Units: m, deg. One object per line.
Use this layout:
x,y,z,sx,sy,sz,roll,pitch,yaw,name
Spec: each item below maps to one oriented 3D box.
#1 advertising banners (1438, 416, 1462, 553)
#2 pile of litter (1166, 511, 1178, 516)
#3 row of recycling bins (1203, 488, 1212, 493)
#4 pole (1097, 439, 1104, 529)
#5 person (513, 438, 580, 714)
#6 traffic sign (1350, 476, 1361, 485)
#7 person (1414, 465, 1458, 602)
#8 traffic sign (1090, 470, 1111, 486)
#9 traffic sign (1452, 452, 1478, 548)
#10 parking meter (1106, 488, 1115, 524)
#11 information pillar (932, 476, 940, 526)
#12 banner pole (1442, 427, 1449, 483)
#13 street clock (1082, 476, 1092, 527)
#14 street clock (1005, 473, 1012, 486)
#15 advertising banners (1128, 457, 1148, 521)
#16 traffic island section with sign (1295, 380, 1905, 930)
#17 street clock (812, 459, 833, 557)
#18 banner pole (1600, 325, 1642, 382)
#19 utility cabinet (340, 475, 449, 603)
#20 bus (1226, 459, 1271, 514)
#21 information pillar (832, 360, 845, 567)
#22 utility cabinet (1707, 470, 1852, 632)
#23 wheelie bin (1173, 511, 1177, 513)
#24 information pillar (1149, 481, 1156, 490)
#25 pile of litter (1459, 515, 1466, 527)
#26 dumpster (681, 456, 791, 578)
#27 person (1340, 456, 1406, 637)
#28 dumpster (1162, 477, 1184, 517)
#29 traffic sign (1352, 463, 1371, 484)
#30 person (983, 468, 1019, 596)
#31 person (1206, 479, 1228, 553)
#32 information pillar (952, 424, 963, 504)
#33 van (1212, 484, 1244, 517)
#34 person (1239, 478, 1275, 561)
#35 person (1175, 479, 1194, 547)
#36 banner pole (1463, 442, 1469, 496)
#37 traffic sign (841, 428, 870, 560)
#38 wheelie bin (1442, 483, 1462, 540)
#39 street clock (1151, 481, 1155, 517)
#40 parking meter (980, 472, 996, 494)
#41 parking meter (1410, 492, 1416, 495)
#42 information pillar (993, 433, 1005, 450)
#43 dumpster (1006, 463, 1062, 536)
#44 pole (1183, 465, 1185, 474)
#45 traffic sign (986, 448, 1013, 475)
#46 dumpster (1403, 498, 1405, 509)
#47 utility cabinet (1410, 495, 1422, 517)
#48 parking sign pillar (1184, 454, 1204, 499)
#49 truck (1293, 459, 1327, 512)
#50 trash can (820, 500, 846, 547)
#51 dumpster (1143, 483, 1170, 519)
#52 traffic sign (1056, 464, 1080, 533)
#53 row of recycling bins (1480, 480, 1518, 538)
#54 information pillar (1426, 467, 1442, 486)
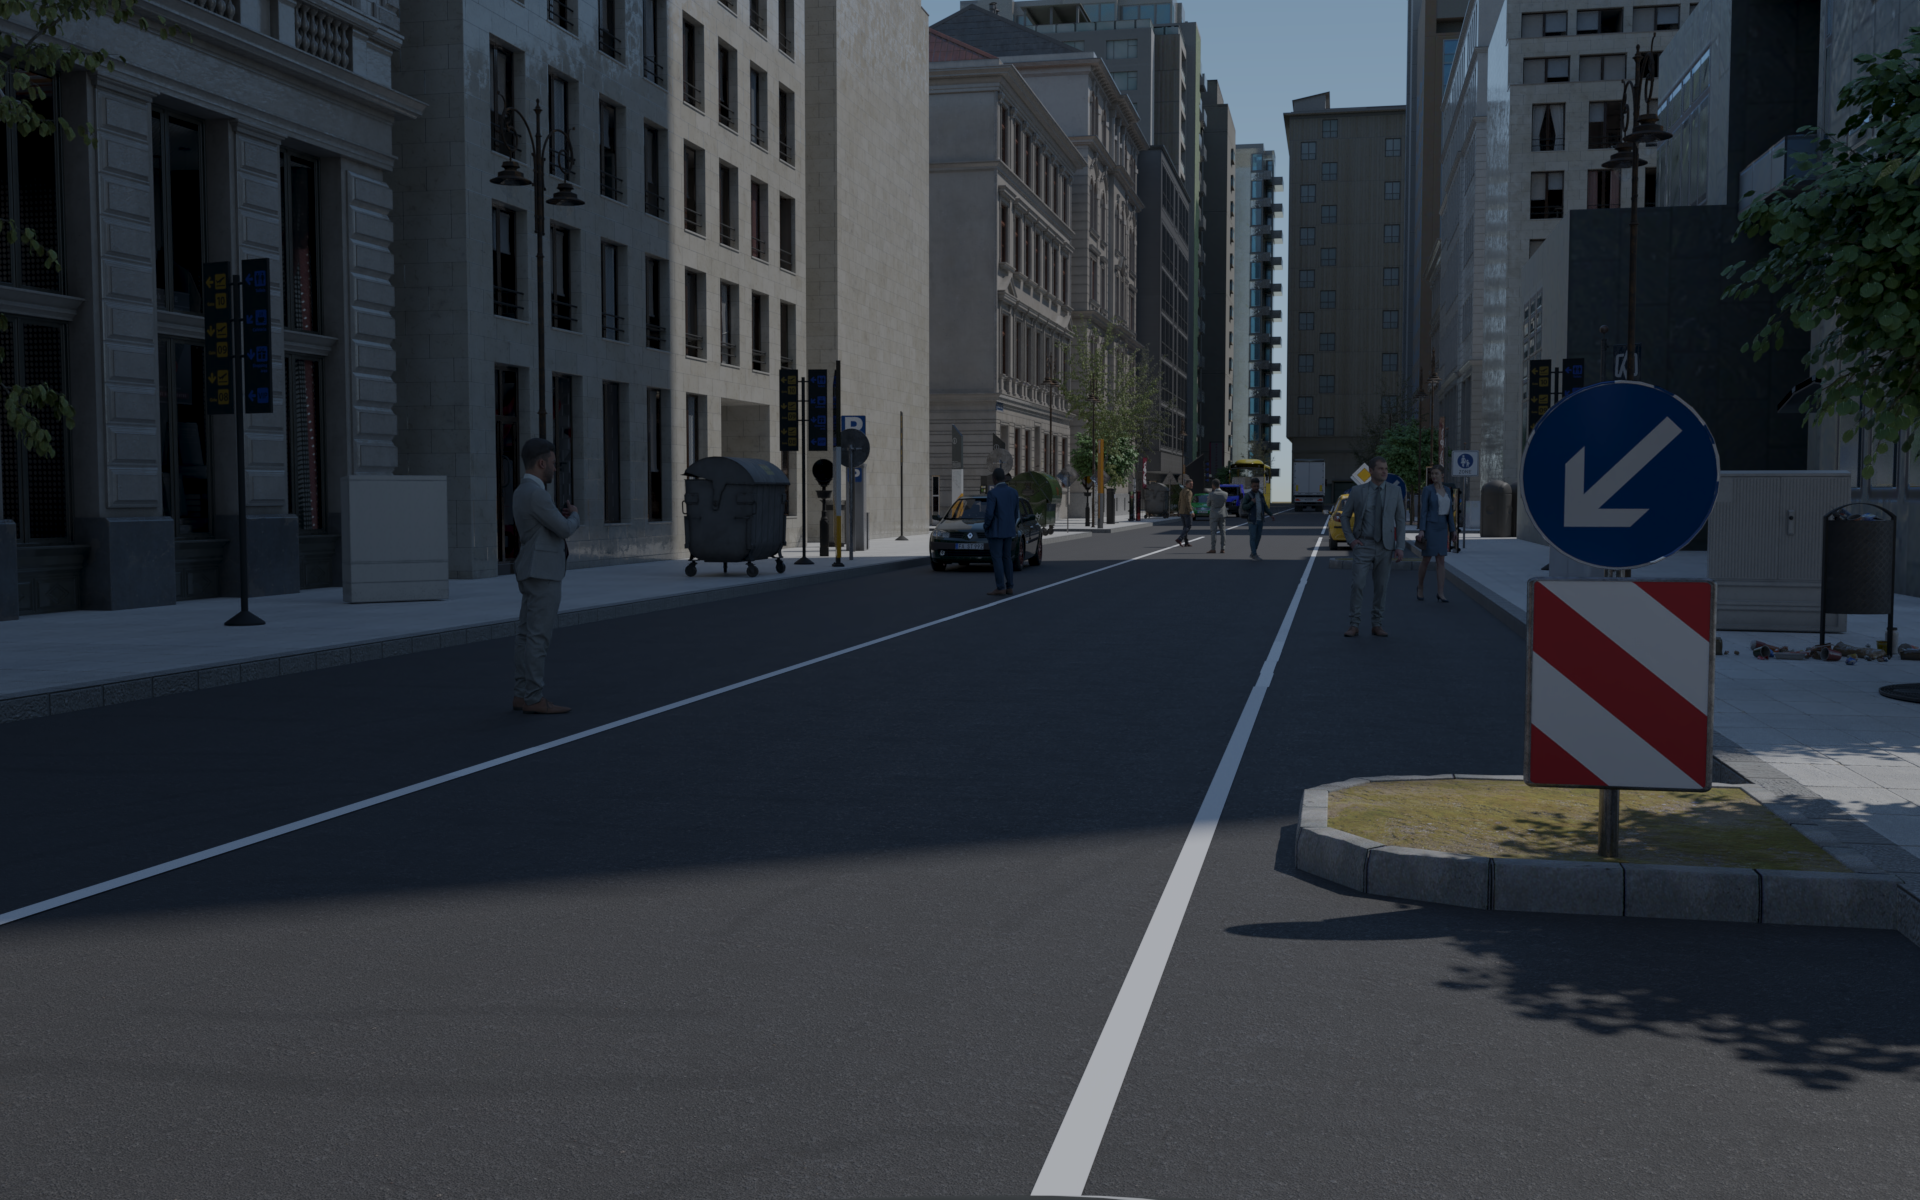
10.831,-2.579,38.348,0.090,3.025,2.074,0,4,3,advertising banners
12.146,-5.292,100.492,1.176,0.858,1.719,2,4,24,pile of litter
17.653,-7.127,123.643,1.069,1.692,3.534,1,4,15,row of recycling bins
5.221,-4.313,64.368,0.158,3.312,0.155,0,3,0,pole
-2.714,-0.168,11.422,0.466,1.800,0.511,-3,5,-39,person
14.598,-3.635,63.075,0.795,2.450,0.064,1,4,12,traffic sign
6.348,-0.894,23.148,0.581,1.822,0.654,0,4,-4,person
5.277,-3.760,65.123,0.795,2.450,0.064,1,4,12,traffic sign
11.901,-2.368,40.844,0.606,2.300,0.079,1,4,17,traffic sign
6.417,-3.994,73.710,0.372,1.533,0.369,0,3,0,parking meter
-0.970,-3.963,69.286,0.304,2.012,0.304,0,4,-1,information pillar
17.980,-4.541,64.259,0.401,3.779,0.863,2,4,33,banner pole
5.039,-3.902,68.368,0.471,2.002,0.358,0,3,0,street clock
1.432,-3.157,56.181,0.471,2.002,0.358,-2,4,-34,street clock
8.416,-5.238,81.823,0.090,3.025,2.074,2,4,31,advertising banners
2.352,0.111,6.821,1.989,1.847,2.006,1,4,12,traffic island section with sign
-2.791,-1.896,35.563,0.471,2.002,0.358,0,4,-1,street clock
9.682,-2.176,25.595,0.401,3.779,0.863,-2,4,-35,banner pole
-6.712,-0.728,20.577,1.173,1.500,0.318,-3,4,-38,utility cabinet
21.057,-8.199,125.593,2.896,3.916,12.252,1,4,12,bus
-2.171,-2.400,30.591,0.183,3.616,0.504,-1,4,-11,information pillar
7.604,-0.455,16.120,1.173,1.500,0.318,1,4,20,utility cabinet
14.604,-6.713,117.658,0.980,1.594,0.693,1,4,23,wheelie bin
11.021,-5.788,99.130,0.304,2.012,0.304,0,4,-6,information pillar
19.213,-3.253,67.153,1.176,0.858,1.719,-2,4,-34,pile of litter
-3.542,-1.320,27.347,1.264,1.857,1.865,1,4,12,dumpster
4.174,-0.545,17.508,0.635,1.810,0.391,0,4,-2,person
11.997,-5.857,98.255,1.502,2.255,1.985,1,4,12,dumpster
12.895,-3.158,55.273,0.795,2.450,0.064,1,4,12,traffic sign
0.593,-0.969,24.518,0.419,1.800,0.721,3,5,41,person
6.213,-2.037,41.989,0.511,1.800,0.466,-2,4,-28,person
-0.092,-4.074,57.963,0.183,3.616,0.504,-3,5,-42,information pillar
16.733,-6.365,108.448,2.240,2.365,5.245,1,4,13,van
6.370,-1.745,37.385,0.623,1.781,0.721,-3,5,-41,person
6.119,-2.351,46.852,0.656,1.842,0.836,3,5,40,person
24.360,-5.712,83.404,0.401,3.779,0.863,2,4,33,banner pole
-2.115,-2.047,33.581,0.768,2.556,0.104,1,4,18,traffic sign
13.474,-2.473,48.348,0.980,1.594,0.693,-1,4,-11,wheelie bin
10.926,-5.731,98.269,0.358,2.002,0.471,0,4,5,street clock
0.746,-2.449,45.748,0.399,1.863,0.255,-3,5,-39,parking meter
26.313,-5.636,100.564,0.372,1.533,0.369,0,3,0,parking meter
1.466,-4.545,65.662,0.504,3.616,0.183,0,4,7,information pillar
2.279,-3.130,53.668,1.502,2.255,1.985,1,4,12,dumpster
15.603,-7.774,120.942,0.158,3.312,0.155,0,3,0,pole
1.105,-2.953,48.389,0.768,2.556,0.104,1,4,13,traffic sign
23.963,-5.492,95.561,1.264,1.857,1.865,1,4,12,dumpster
26.024,-5.314,98.038,1.020,1.237,0.306,0,4,-7,utility cabinet
15.603,-7.785,115.755,1.447,3.967,1.447,-1,4,-20,parking sign pillar
29.254,-9.540,144.889,2.839,4.237,11.283,1,4,12,truck
-3.038,-1.860,42.067,0.748,1.137,0.748,0,3,0,trash can
10.292,-5.200,90.785,1.264,1.857,1.865,1,4,12,dumpster
3.574,-3.283,57.321,0.795,2.450,0.064,1,4,12,traffic sign
17.122,-2.734,51.812,3.534,1.692,1.069,-2,4,-25,row of recycling bins
12.661,-2.557,46.301,0.304,2.012,0.304,-3,5,-39,information pillar
